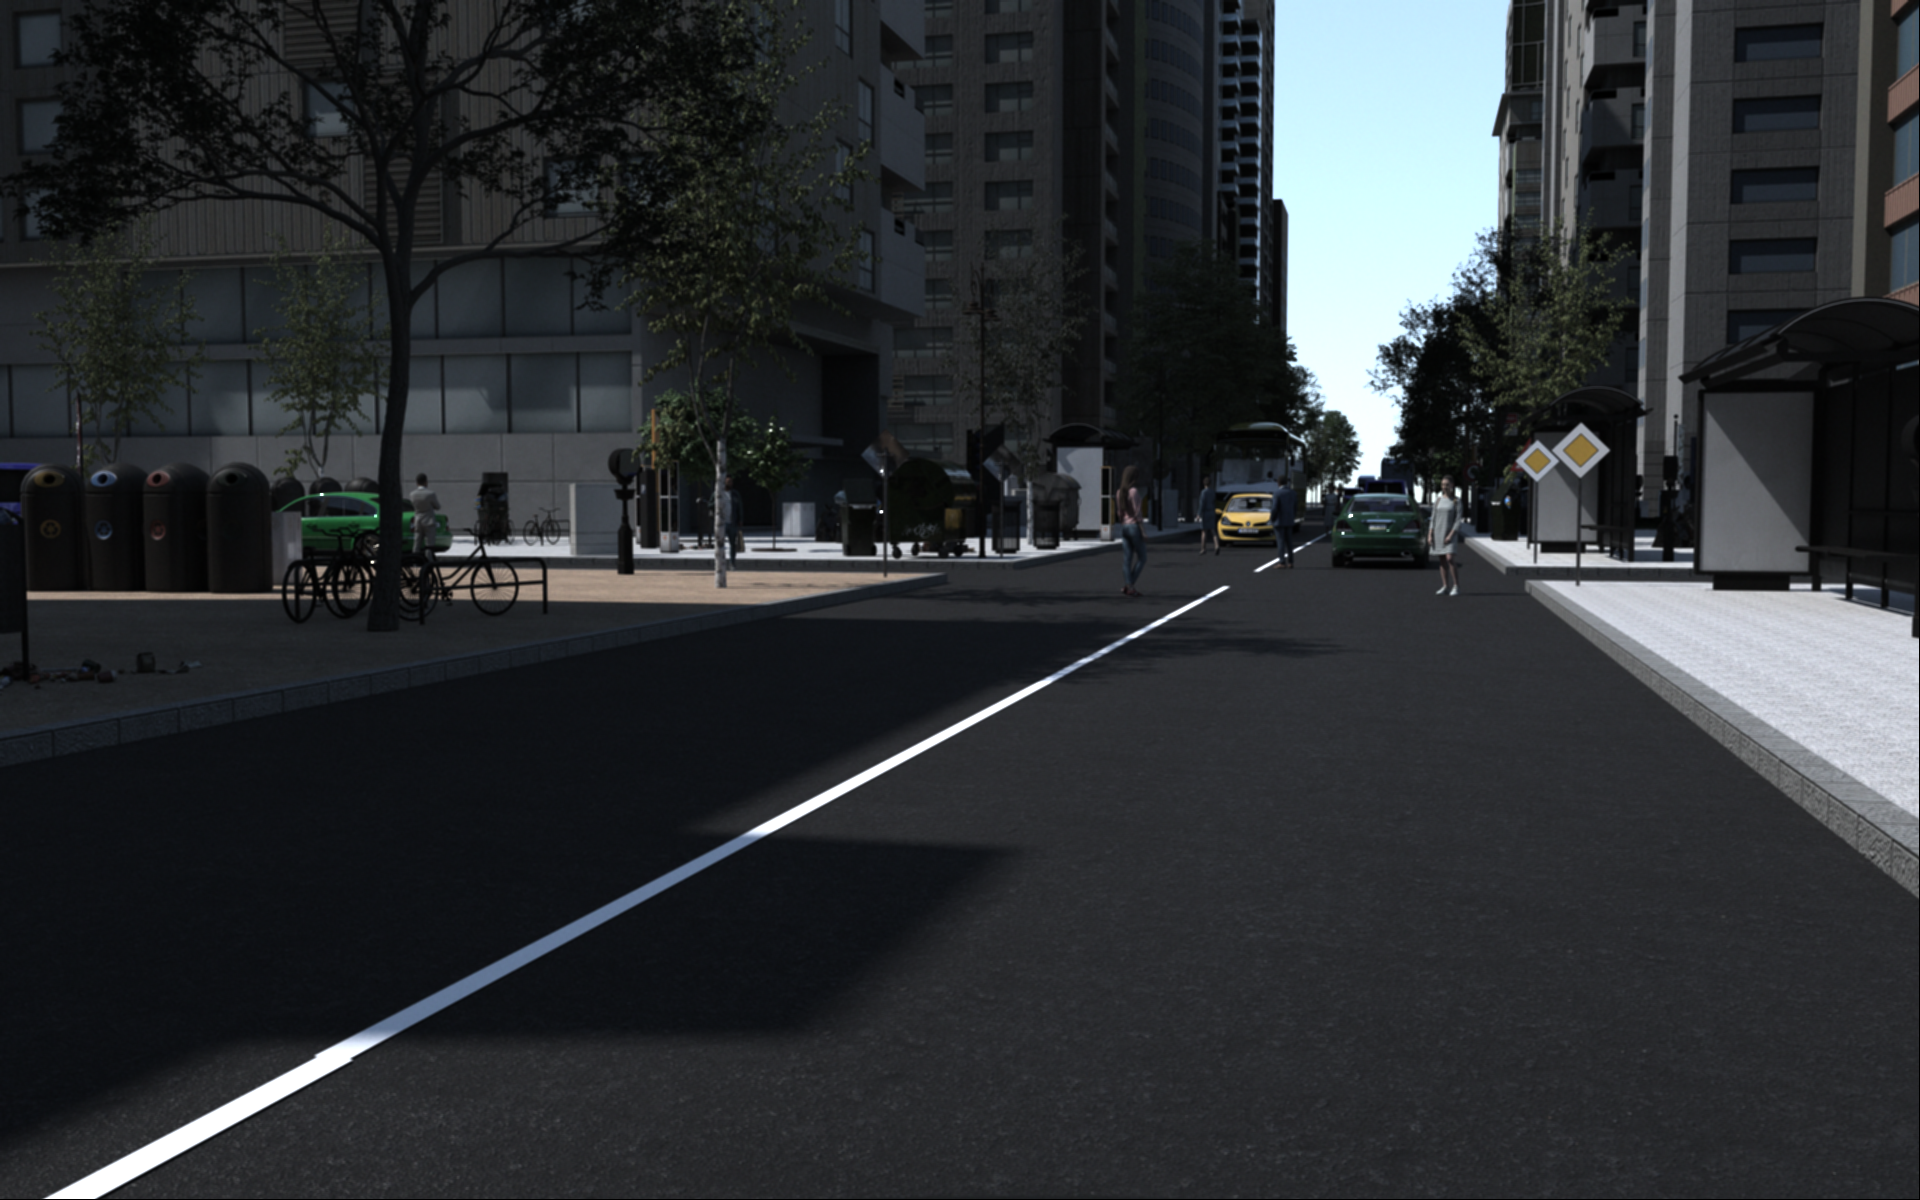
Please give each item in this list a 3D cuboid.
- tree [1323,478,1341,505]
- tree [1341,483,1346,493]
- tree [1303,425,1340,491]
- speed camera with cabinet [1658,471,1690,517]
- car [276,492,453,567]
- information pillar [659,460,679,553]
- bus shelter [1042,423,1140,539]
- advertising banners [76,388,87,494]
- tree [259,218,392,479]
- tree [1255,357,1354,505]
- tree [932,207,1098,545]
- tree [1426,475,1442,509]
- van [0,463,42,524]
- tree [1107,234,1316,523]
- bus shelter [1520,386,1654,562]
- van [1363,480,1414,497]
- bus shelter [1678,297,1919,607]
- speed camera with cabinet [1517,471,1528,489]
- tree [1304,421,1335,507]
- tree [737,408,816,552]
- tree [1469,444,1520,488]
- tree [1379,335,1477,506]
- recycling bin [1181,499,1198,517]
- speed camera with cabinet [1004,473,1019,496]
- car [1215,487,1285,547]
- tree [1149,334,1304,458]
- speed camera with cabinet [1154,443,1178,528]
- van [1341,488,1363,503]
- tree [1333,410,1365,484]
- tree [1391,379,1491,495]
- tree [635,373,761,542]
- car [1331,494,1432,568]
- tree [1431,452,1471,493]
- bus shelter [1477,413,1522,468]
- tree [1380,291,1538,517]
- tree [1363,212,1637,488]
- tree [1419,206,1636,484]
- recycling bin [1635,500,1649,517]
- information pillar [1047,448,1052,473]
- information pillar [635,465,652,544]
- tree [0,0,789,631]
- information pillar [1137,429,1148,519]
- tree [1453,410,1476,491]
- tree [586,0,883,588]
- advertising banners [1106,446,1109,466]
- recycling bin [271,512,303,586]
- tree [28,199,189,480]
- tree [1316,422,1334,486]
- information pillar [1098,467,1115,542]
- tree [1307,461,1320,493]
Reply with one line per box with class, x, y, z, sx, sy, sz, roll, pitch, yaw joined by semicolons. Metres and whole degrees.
tree;44.785;-13.158;209.733;1.663;3.219;1.824;0;3;0
tree;55.274;-15.747;252.067;1.663;3.219;1.824;0;3;0
tree;37.595;-14.151;181.731;4.737;8.622;4.395;0;3;0
speed camera with cabinet;27.778;-4.421;66.620;0.660;3.252;2.038;-1;4;-17
car;-12.670;-1.602;34.990;4.718;1.807;1.959;1;4;12
information pillar;-6.329;-2.031;37.695;0.304;2.012;0.304;2;4;33
bus shelter;4.007;-3.555;52.041;2.014;3.302;5.546;1;4;14
advertising banners;-14.996;-2.042;29.568;0.090;3.025;2.074;-2;4;-25
tree;-17.135;-5.883;46.552;4.737;8.622;4.395;0;3;0
tree;23.700;-12.415;128.747;9.928;11.665;9.643;0;3;0
tree;1.555;-5.709;43.700;4.360;8.622;3.978;0;3;0
tree;40.656;-9.378;147.927;1.663;3.219;1.824;0;3;0
van;-20.972;-1.876;35.058;5.245;2.365;2.240;1;4;14
tree;10.521;-9.659;76.059;7.486;12.596;7.792;0;3;0
bus shelter;12.541;-2.515;35.049;2.014;3.302;5.546;1;4;14
van;18.829;-4.403;76.366;2.240;2.365;5.245;1;4;16
bus shelter;9.957;-1.624;20.478;2.014;3.302;5.546;1;4;14
speed camera with cabinet;22.370;-4.647;70.320;2.038;3.252;0.660;3;5;42
tree;35.741;-13.695;174.270;4.360;8.622;3.978;0;3;0
tree;-4.048;-2.708;38.871;1.663;3.219;1.824;0;3;0
tree;20.035;-4.346;65.659;1.663;3.219;1.824;0;3;0
tree;52.507;-20.300;187.799;12.611;20.169;13.585;0;3;0
recycling bin;12.959;-5.225;97.977;0.722;1.027;0.722;-2;4;-23
speed camera with cabinet;3.196;-5.725;87.936;2.038;3.252;0.660;-2;4;-24
car;8.116;-2.308;47.956;2.015;1.641;3.980;1;4;13
tree;14.527;-9.707;93.115;8.767;10.594;7.601;-1;4;-21
speed camera with cabinet;7.969;-4.437;66.879;0.660;3.252;2.038;0;4;-4
van;37.563;-9.848;165.406;2.240;2.365;5.245;1;4;14
tree;50.595;-19.250;232.857;7.486;12.596;7.792;0;3;0
tree;45.706;-15.485;163.547;12.009;13.543;11.850;0;3;0
tree;-7.053;-3.862;46.864;4.285;4.588;4.351;0;3;0
car;8.574;-1.428;35.144;2.131;1.459;4.920;1;4;16
tree;30.805;-7.568;107.450;4.285;4.588;4.351;0;3;0
bus shelter;25.850;-6.466;83.345;2.179;5.291;8.768;1;4;14
tree;28.251;-10.960;96.212;9.611;12.733;9.660;0;3;0
tree;17.889;-7.577;58.295;8.767;10.594;7.601;0;4;4
tree;15.165;-5.757;44.497;4.737;8.622;4.395;0;3;0
recycling bin;27.553;-3.550;70.604;0.722;1.027;0.722;-1;4;-9
information pillar;4.558;-5.864;87.225;0.504;3.616;0.183;3;5;41
information pillar;-8.105;-2.440;44.393;0.304;2.012;0.304;2;4;29
tree;-5.073;-4.987;15.955;7.601;10.594;8.767;0;4;-4
information pillar;6.549;-4.336;62.242;0.504;3.616;0.183;-3;5;-43
tree;38.917;-11.328;135.573;4.360;8.622;3.978;0;3;0
tree;-3.213;-4.487;23.731;4.737;8.622;4.395;0;3;0
advertising banners;4.612;-3.908;60.079;0.090;3.025;2.074;3;4;37
recycling bin;-9.803;-0.735;24.575;0.722;1.027;0.722;0;4;-3
tree;-20.676;-5.627;42.357;4.737;8.622;4.395;0;3;0
tree;17.302;-11.323;103.257;7.486;12.596;7.792;0;3;0
information pillar;3.982;-2.579;46.658;0.304;2.012;0.304;2;4;29
tree;28.352;-9.868;145.052;4.285;4.588;4.351;0;3;0
